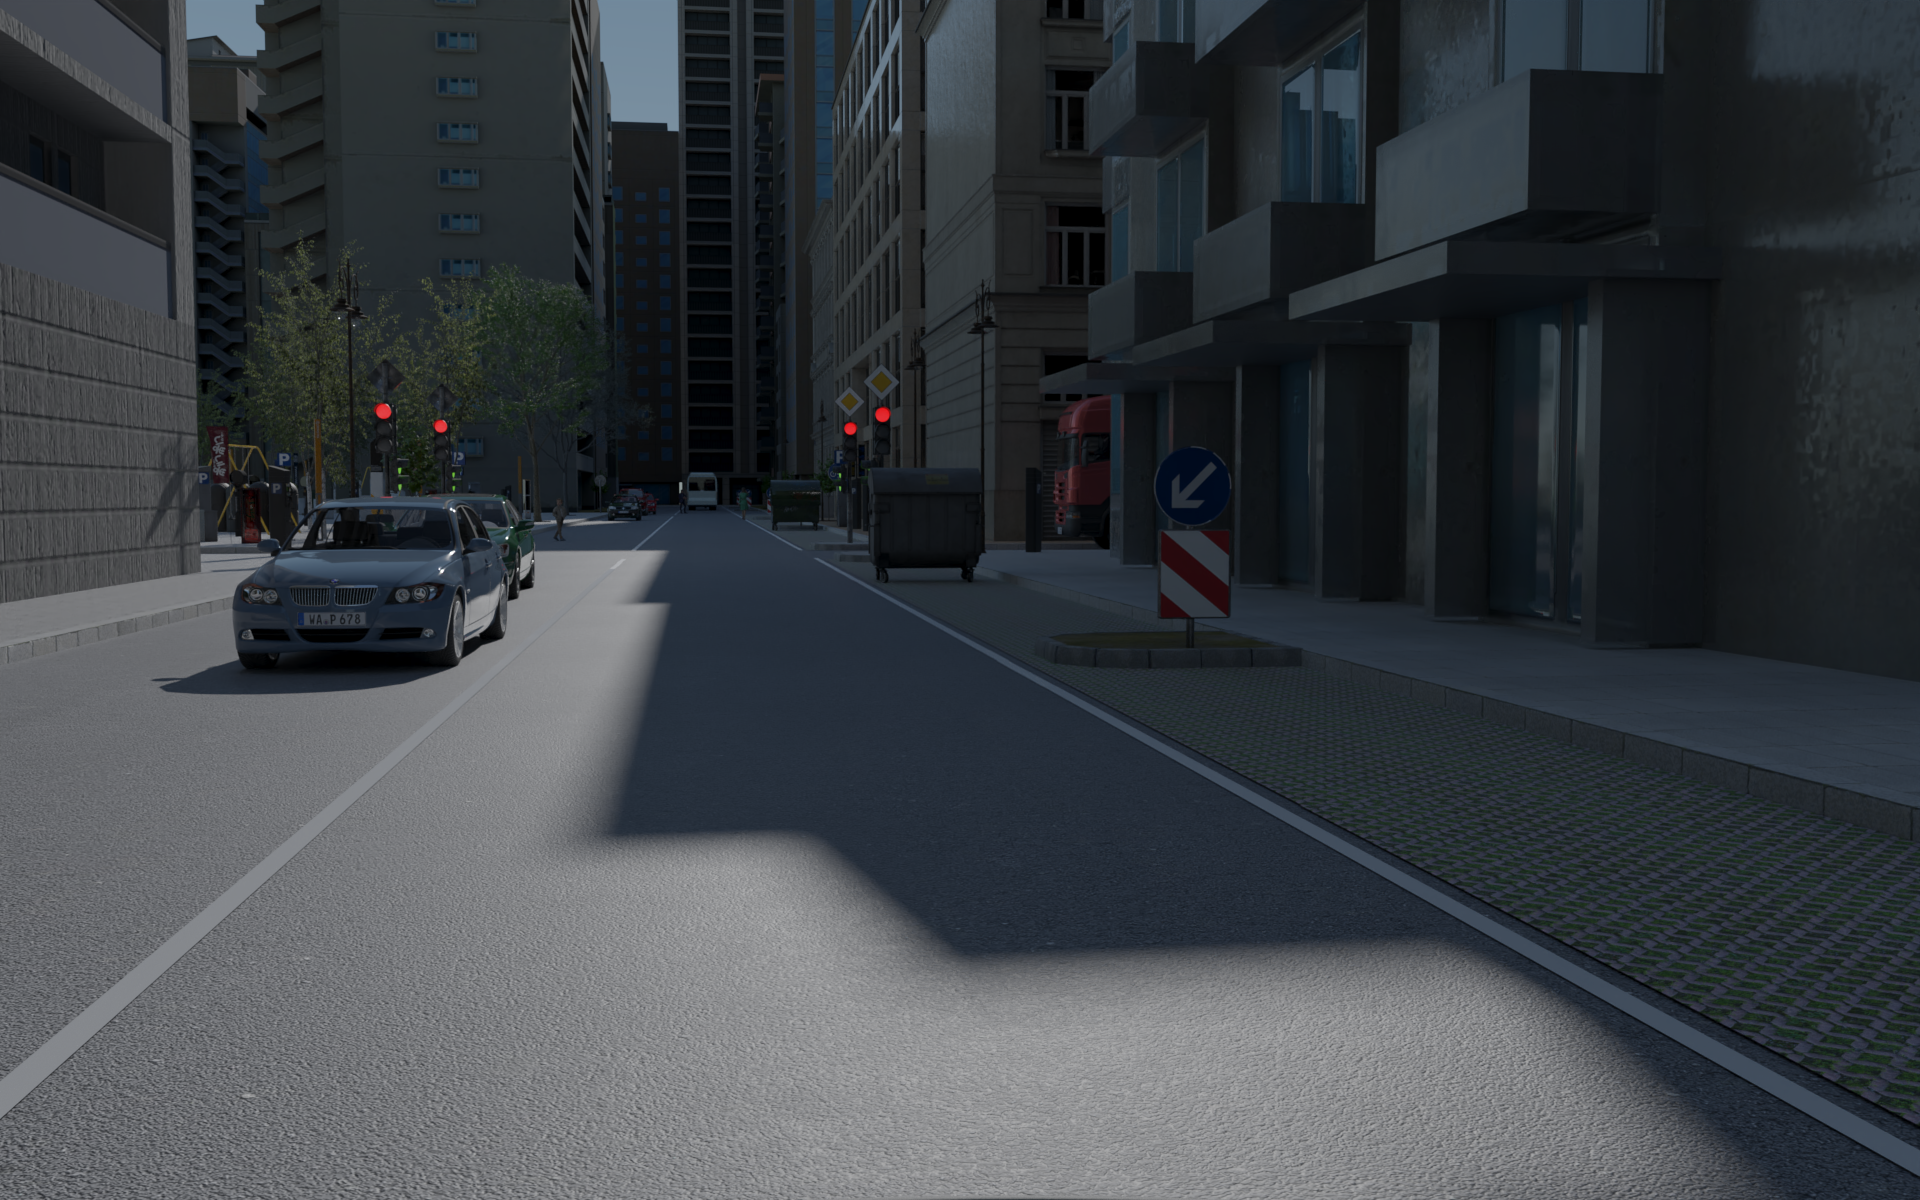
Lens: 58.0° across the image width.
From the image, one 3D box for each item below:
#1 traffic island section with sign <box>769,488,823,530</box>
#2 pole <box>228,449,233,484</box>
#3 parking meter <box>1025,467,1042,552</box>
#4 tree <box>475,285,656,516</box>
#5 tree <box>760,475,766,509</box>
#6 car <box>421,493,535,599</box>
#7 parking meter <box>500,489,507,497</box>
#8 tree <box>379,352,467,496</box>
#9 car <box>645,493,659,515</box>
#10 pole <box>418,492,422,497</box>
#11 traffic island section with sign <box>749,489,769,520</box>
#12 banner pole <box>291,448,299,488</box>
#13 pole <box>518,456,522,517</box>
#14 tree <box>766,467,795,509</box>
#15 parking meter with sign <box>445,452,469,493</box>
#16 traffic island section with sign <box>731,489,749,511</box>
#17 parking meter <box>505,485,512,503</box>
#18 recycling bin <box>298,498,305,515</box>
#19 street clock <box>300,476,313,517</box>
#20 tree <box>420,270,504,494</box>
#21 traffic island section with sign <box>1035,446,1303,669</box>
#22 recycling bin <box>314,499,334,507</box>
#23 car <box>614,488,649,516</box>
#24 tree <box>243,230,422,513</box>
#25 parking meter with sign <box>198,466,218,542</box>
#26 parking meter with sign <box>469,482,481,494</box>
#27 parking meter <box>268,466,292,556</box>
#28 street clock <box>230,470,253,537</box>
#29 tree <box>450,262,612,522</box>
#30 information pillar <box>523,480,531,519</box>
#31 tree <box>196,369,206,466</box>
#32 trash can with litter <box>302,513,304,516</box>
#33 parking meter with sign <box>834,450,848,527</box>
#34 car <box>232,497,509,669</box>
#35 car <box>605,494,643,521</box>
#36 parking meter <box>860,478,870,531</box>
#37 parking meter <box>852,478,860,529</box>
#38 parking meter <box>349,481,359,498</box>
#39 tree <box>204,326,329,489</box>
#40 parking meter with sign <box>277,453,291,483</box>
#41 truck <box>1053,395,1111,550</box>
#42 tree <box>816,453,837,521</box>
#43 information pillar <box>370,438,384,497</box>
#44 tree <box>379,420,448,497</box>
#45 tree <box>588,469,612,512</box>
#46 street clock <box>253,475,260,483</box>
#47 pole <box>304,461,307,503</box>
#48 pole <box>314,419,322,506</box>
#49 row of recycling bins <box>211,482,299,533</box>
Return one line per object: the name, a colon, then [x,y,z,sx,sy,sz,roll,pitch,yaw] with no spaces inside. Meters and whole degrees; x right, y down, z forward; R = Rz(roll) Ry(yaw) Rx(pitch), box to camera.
traffic island section with sign: [-6.582,-3.761,70.123,1.989,1.847,2.006,-1,4,-9]
pole: [-33.135,-5.194,78.763,0.158,3.312,0.155,0,3,0]
parking meter: [1.624,-1.988,38.213,0.255,1.863,0.399,2,4,25]
tree: [-23.571,-11.769,102.800,12.009,13.543,11.850,0,3,0]
tree: [-16.597,-9.503,149.972,1.663,3.219,1.824,0,3,0]
car: [-7.186,-0.807,24.994,2.131,1.459,4.920,-1,4,-10]
parking meter: [-23.820,-5.016,90.428,0.372,1.533,0.369,0,3,0]
tree: [-27.988,-8.525,89.751,4.737,8.622,4.395,0,3,0]
car: [-22.258,-6.888,121.664,2.155,1.783,4.494,-1,4,-10]
pole: [-20.585,-4.415,66.022,0.158,3.312,0.155,0,3,0]
traffic island section with sign: [-10.602,-5.391,96.778,1.989,1.847,2.006,-1,4,-9]
banner pole: [-35.644,-6.286,92.786,0.401,3.779,0.863,1,4,9]
pole: [-23.716,-6.089,93.403,0.158,3.312,0.155,0,3,0]
tree: [-12.289,-7.797,122.076,1.663,3.219,1.824,0,3,0]
parking meter with sign: [-20.620,-4.529,70.309,0.543,3.016,1.738,0,4,4]
traffic island section with sign: [-18.046,-8.408,146.105,1.989,1.847,2.006,-1,4,-9]
parking meter: [-29.665,-6.605,113.704,0.399,1.863,0.255,0,4,2]
recycling bin: [-40.558,-5.733,106.284,0.722,1.027,0.722,-1,4,-14]
street clock: [-26.183,-3.966,69.422,0.471,2.002,0.358,1,4,22]
tree: [-16.883,-6.526,57.066,4.360,8.622,3.978,0,3,0]
traffic island section with sign: [1.712,-0.395,15.094,1.989,1.847,2.006,-1,4,-9]
recycling bin: [-32.340,-4.617,88.039,0.722,1.027,0.722,3,4,37]
car: [-21.772,-6.498,114.915,2.281,1.827,5.304,-1,4,-8]
tree: [-17.967,-6.056,49.377,4.360,8.622,3.978,0,3,0]
parking meter with sign: [-20.684,-3.102,46.972,1.738,3.016,0.543,3,5,43]
parking meter with sign: [-31.228,-7.048,111.495,1.738,3.016,0.543,-2,4,-33]
parking meter: [-14.034,-1.839,35.780,0.399,1.863,0.255,0,4,6]
street clock: [-21.717,-2.911,52.168,0.471,2.002,0.358,1,4,9]
tree: [-19.441,-9.355,78.711,9.928,11.665,9.643,0,3,0]
information pillar: [-22.119,-5.136,88.462,0.304,2.012,0.304,-2,4,-33]
tree: [-43.189,-9.092,99.013,4.737,8.622,4.395,0,3,0]
trash can with litter: [-38.655,-5.666,103.693,2.233,1.210,1.678,-1,4,-11]
parking meter with sign: [-4.615,-4.396,68.137,0.543,3.016,1.738,0,4,-8]
car: [-5.220,-0.233,15.810,2.014,1.417,4.499,0,4,-7]
car: [-18.158,-5.139,93.804,2.009,1.686,4.222,-1,4,-9]
parking meter: [-3.133,-3.297,59.624,0.399,1.863,0.255,-3,5,-45]
parking meter: [-3.824,-3.526,63.354,0.399,1.863,0.255,2,4,33]
parking meter: [-28.070,-4.560,80.270,0.399,1.863,0.255,-2,4,-31]
tree: [-30.171,-7.737,76.856,4.737,8.622,4.395,0,3,0]
parking meter with sign: [-28.355,-4.677,72.732,0.543,3.016,1.738,-1,4,-21]
truck: [7.385,-3.328,43.332,11.283,4.237,2.839,0,4,-7]
tree: [-6.084,-5.313,81.463,1.663,3.219,1.824,0,3,0]
information pillar: [-22.219,-4.568,66.042,0.504,3.616,0.183,1,4,9]
tree: [-14.246,-3.114,45.515,1.663,3.219,1.824,0,3,0]
tree: [-25.645,-7.934,124.318,1.663,3.219,1.824,0,3,0]
street clock: [-27.006,-3.770,66.211,0.358,2.002,0.471,3,4,37]
pole: [-39.954,-6.844,105.744,0.158,3.312,0.155,0,3,0]
pole: [-17.509,-3.268,47.278,0.158,3.312,0.155,0,3,0]
row of recycling bins: [-23.821,-3.131,58.302,3.534,1.692,1.069,1,4,19]
